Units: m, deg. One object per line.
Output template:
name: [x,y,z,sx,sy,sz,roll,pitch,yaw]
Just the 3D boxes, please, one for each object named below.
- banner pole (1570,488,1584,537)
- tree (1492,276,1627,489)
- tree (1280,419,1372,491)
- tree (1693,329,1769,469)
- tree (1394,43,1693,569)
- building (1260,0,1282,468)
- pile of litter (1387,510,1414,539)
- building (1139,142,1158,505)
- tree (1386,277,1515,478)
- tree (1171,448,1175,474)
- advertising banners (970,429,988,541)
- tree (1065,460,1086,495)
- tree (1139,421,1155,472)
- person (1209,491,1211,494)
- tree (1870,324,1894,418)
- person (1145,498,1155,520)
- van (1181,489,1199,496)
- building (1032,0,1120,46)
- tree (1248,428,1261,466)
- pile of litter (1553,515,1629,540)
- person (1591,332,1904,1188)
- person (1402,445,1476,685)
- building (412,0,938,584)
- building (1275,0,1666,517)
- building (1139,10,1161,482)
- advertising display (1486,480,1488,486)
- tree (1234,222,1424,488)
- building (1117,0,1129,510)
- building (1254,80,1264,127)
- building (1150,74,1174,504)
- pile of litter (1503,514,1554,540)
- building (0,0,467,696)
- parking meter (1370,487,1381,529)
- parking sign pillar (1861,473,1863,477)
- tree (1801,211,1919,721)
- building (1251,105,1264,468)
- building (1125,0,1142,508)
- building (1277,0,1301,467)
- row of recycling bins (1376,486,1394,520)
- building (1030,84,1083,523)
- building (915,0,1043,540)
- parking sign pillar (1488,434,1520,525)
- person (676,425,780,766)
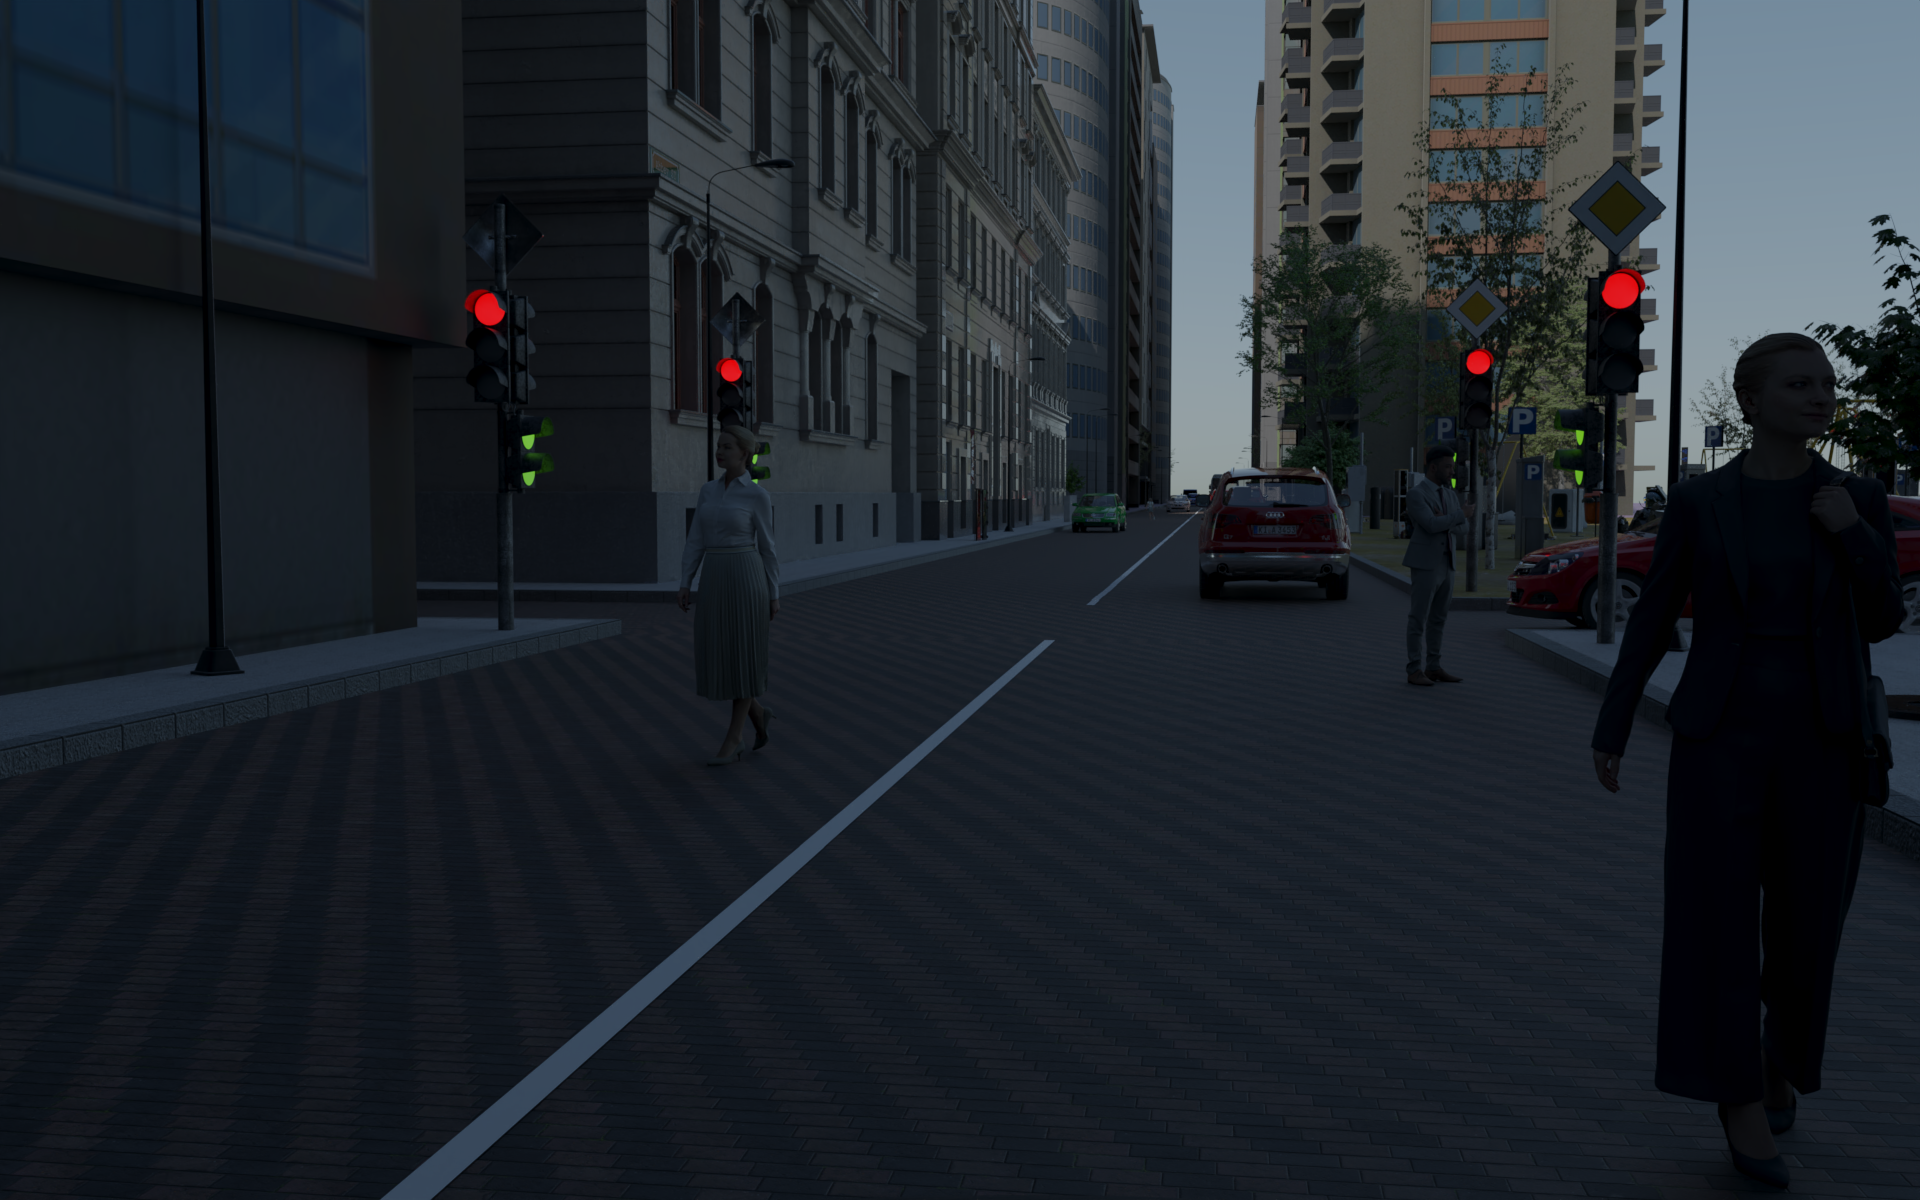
banner pole: [18.568,-3.789,51.969,0.401,3.779,0.863,1,4,17]
tree: [31.219,-10.567,90.894,7.486,12.596,7.792,0,3,0]
tree: [16.217,-5.613,75.491,4.285,4.588,4.351,0,3,0]
tree: [35.231,-7.802,77.926,4.360,8.622,3.978,0,3,0]
tree: [9.291,-4.835,29.410,4.360,8.622,3.978,0,3,0]
building: [37.878,-37.524,155.520,21.231,58.520,28.212,1,4,8]
pile of litter: [13.024,-2.175,49.527,1.176,0.858,1.719,-2,4,-26]
building: [17.410,-34.648,216.602,14.600,45.320,14.200,1,4,8]
tree: [16.653,-6.571,57.800,4.737,8.622,4.395,0,3,0]
tree: [30.214,-18.754,256.981,4.360,8.622,3.978,0,3,0]
advertising banners: [0.510,-3.144,47.594,0.090,3.025,2.074,1,4,14]
tree: [6.438,-6.331,98.107,1.663,3.219,1.824,0,3,0]
tree: [17.331,-13.640,173.374,4.360,8.622,3.978,0,3,0]
person: [27.917,-11.323,193.708,0.705,1.814,1.350,2,4,33]
tree: [38.193,-7.441,72.021,4.360,8.622,3.978,0,3,0]
person: [10.481,-5.013,95.484,0.505,1.210,0.382,-1,4,-9]
van: [27.670,-12.467,208.222,2.240,2.365,5.245,0,4,7]
building: [-0.903,-34.928,113.074,21.231,58.520,28.212,1,4,8]
tree: [31.882,-14.027,179.702,4.360,8.622,3.978,0,3,0]
pile of litter: [13.170,-1.310,35.382,1.719,0.858,1.176,-3,5,-42]
person: [1.720,0.315,3.770,0.576,1.772,0.534,0,4,-3]
person: [3.617,-0.266,13.036,0.466,1.800,0.511,3,5,40]
building: [-8.837,-15.195,35.820,14.401,28.519,23.554,1,4,8]
building: [31.974,-27.966,111.868,22.147,44.769,28.867,1,4,8]
building: [7.835,-37.136,196.405,28.713,52.752,27.495,1,4,8]
advertising display: [23.836,-4.409,77.305,0.974,1.923,0.123,-2,4,-33]
tree: [14.218,-8.639,67.010,9.928,11.665,9.643,0,3,0]
building: [5.618,-27.601,134.872,14.154,41.232,14.086,1,4,8]
building: [51.028,-38.235,214.385,28.713,52.752,27.495,1,4,8]
building: [18.174,-42.540,237.529,21.231,58.520,28.212,1,4,8]
pile of litter: [16.207,-2.155,49.204,1.176,0.858,1.719,-1,4,-10]
building: [-12.834,-22.004,9.869,14.200,45.320,14.600,1,4,8]
parking meter: [15.168,-3.356,63.289,0.372,1.533,0.369,0,3,0]
parking sign pillar: [33.267,-4.549,62.847,1.447,3.967,1.447,-2,4,-33]
tree: [5.843,-0.952,10.169,1.663,3.219,1.824,0,3,0]
building: [40.053,-33.315,194.809,14.600,45.320,14.200,1,4,8]
building: [4.836,-32.386,153.218,21.300,48.544,21.600,1,4,8]
building: [31.876,-27.575,134.454,14.154,41.232,14.086,1,4,8]
row of recycling bins: [21.870,-4.941,87.900,1.069,1.692,3.534,-1,4,-14]
building: [-0.778,-15.086,82.809,11.583,22.565,21.152,1,4,8]
building: [-4.353,-16.061,59.856,12.463,27.353,25.104,1,4,8]
parking sign pillar: [22.696,-5.127,72.303,1.447,3.967,1.447,-2,4,-24]
person: [-1.197,-0.039,9.362,0.478,1.798,0.641,2,4,33]
